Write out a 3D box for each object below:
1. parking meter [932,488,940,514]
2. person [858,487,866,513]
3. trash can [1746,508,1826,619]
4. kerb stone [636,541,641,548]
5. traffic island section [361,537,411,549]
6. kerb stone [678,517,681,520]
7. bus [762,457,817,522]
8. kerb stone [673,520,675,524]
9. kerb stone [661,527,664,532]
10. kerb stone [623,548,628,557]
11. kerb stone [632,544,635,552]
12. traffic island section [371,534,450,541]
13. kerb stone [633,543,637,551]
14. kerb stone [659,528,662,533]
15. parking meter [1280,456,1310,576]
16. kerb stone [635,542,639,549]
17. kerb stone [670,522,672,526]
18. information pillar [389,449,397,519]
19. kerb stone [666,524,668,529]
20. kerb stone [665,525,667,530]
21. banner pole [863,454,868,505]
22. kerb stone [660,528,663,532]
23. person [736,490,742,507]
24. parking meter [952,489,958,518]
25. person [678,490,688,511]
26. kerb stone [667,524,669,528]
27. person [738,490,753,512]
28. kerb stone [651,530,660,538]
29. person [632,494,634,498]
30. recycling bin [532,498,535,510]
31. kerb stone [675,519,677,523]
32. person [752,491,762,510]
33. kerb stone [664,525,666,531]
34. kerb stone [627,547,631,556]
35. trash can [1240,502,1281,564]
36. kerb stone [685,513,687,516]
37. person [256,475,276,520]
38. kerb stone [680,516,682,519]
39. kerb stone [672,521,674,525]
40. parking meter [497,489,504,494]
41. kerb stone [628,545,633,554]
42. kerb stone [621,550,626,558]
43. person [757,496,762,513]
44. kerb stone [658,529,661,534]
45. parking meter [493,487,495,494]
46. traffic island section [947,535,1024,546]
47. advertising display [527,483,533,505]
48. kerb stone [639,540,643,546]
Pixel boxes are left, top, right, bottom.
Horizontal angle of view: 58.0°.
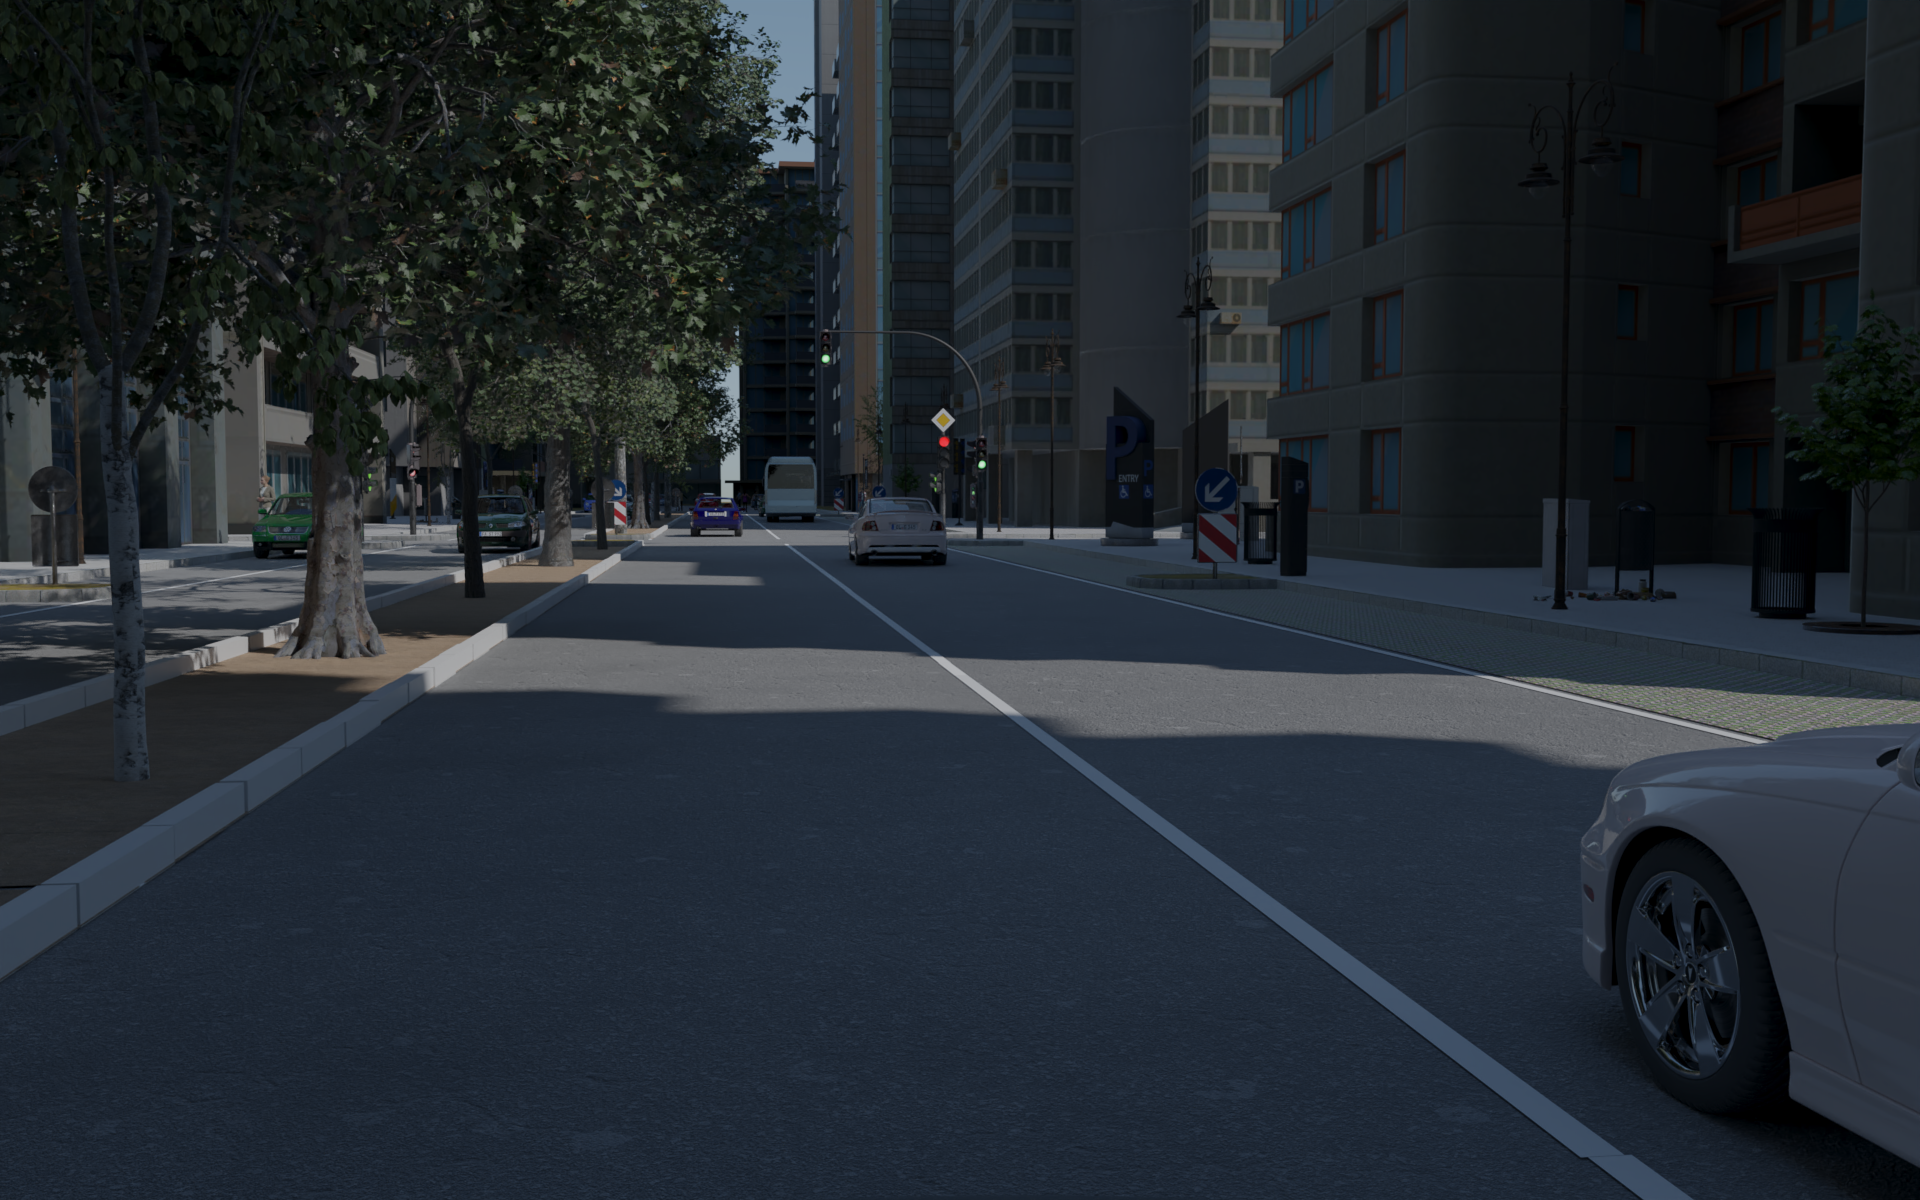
[{"bbox_3d":[-1.149,-4.677,82.185,0.255,1.863,0.399,2,4,26],"label":"parking meter"},{"bbox_3d":[-6.458,-6.565,114.218,0.563,1.720,0.643,-1,4,-21],"label":"person"},{"bbox_3d":[8.530,-0.384,17.927,0.748,1.137,0.748,0,3,0],"label":"trash can"},{"bbox_3d":[-8.409,-1.380,44.811,0.120,0.150,1.000,0,4,-8],"label":"kerb stone"},{"bbox_3d":[-16.113,-1.485,46.563,2.009,0.180,2.903,0,4,-8],"label":"traffic island section"},{"bbox_3d":[-14.547,-4.085,88.988,0.120,0.150,1.000,0,4,-8],"label":"kerb stone"},{"bbox_3d":[-9.064,-5.950,92.149,2.948,3.499,13.247,0,4,-6],"label":"bus"},{"bbox_3d":[-12.995,-3.403,77.842,0.120,0.150,1.000,0,4,-8],"label":"kerb stone"},{"bbox_3d":[-10.878,-2.472,62.616,0.120,0.150,1.000,0,4,-8],"label":"kerb stone"},{"bbox_3d":[-7.557,-1.008,38.712,0.120,0.150,1.000,0,4,-8],"label":"kerb stone"},{"bbox_3d":[-7.978,-1.191,41.765,0.120,0.150,1.000,0,4,-8],"label":"kerb stone"},{"bbox_3d":[-17.212,-1.969,54.472,2.009,0.180,2.903,0,4,-8],"label":"traffic island section"},{"bbox_3d":[-8.119,-1.259,42.787,0.120,0.150,1.000,0,4,-8],"label":"kerb stone"},{"bbox_3d":[-10.597,-2.341,60.575,0.120,0.150,1.000,0,4,-8],"label":"kerb stone"},{"bbox_3d":[5.239,-1.309,27.109,0.399,1.863,0.255,-2,4,-26],"label":"parking meter"},{"bbox_3d":[-8.256,-1.316,43.800,0.120,0.150,1.000,0,4,-8],"label":"kerb stone"},{"bbox_3d":[-12.286,-3.090,72.756,0.120,0.150,1.000,0,4,-8],"label":"kerb stone"},{"bbox_3d":[-29.242,-5.992,89.318,0.183,3.616,0.504,1,4,14],"label":"information pillar"},{"bbox_3d":[-11.577,-2.783,67.692,0.120,0.150,1.000,0,4,-8],"label":"kerb stone"},{"bbox_3d":[-11.444,-2.720,66.674,0.120,0.150,1.000,0,4,-8],"label":"kerb stone"},{"bbox_3d":[-5.909,-7.214,107.964,0.401,3.779,0.863,-2,4,-27],"label":"banner pole"},{"bbox_3d":[-10.736,-2.410,61.593,0.120,0.150,1.000,0,4,-8],"label":"kerb stone"},{"bbox_3d":[-24.015,-11.003,188.386,0.705,1.826,1.348,1,4,18],"label":"person"},{"bbox_3d":[-0.248,-5.104,91.861,0.372,1.533,0.369,0,3,0],"label":"parking meter"},{"bbox_3d":[-23.604,-8.412,146.136,1.348,1.812,0.705,-1,4,-17],"label":"person"},{"bbox_3d":[-11.732,-2.845,68.704,0.120,0.150,1.000,0,4,-8],"label":"kerb stone"},{"bbox_3d":[-16.795,-7.727,135.526,1.217,1.739,0.721,1,4,9],"label":"person"},{"bbox_3d":[-10.319,-2.218,58.549,0.120,0.150,1.000,0,4,-8],"label":"kerb stone"},{"bbox_3d":[-36.160,-11.282,193.485,0.750,1.759,0.617,-3,5,-40],"label":"person"},{"bbox_3d":[-30.248,-6.643,121.159,0.722,1.027,0.722,1,4,20],"label":"recycling bin"},{"bbox_3d":[-13.412,-3.589,80.881,0.120,0.150,1.000,0,4,-8],"label":"kerb stone"},{"bbox_3d":[-18.005,-8.811,153.277,0.721,1.735,1.217,2,4,34],"label":"person"},{"bbox_3d":[-11.302,-2.658,65.661,0.120,0.150,1.000,0,4,-8],"label":"kerb stone"},{"bbox_3d":[-7.693,-1.073,39.731,0.120,0.150,1.000,0,4,-8],"label":"kerb stone"},{"bbox_3d":[5.507,-1.229,31.745,0.748,1.137,0.748,0,3,0],"label":"trash can"},{"bbox_3d":[-16.670,-5.018,104.236,0.120,0.150,1.000,0,4,-8],"label":"kerb stone"},{"bbox_3d":[-17.719,-2.296,44.136,0.519,1.759,0.362,1,4,22],"label":"person"},{"bbox_3d":[-14.833,-4.209,91.017,0.120,0.150,1.000,0,4,-8],"label":"kerb stone"},{"bbox_3d":[-12.714,-3.279,75.808,0.120,0.150,1.000,0,4,-8],"label":"kerb stone"},{"bbox_3d":[-24.084,-5.039,90.796,0.372,1.533,0.369,0,3,0],"label":"parking meter"},{"bbox_3d":[-7.837,-1.135,40.746,0.120,0.150,1.000,0,4,-8],"label":"kerb stone"},{"bbox_3d":[-7.425,-0.948,37.698,0.120,0.150,1.000,0,4,-8],"label":"kerb stone"},{"bbox_3d":[-15.111,-7.177,130.532,0.352,1.250,0.332,1,4,9],"label":"person"},{"bbox_3d":[-10.456,-2.285,59.562,0.120,0.150,1.000,0,4,-8],"label":"kerb stone"},{"bbox_3d":[-34.274,-7.407,126.812,0.399,1.863,0.255,-1,4,-21],"label":"parking meter"},{"bbox_3d":[0.570,-1.626,48.869,2.009,0.180,2.903,0,4,-8],"label":"traffic island section"},{"bbox_3d":[-26.329,-6.162,105.965,0.123,1.923,0.974,0,3,0],"label":"advertising display"},{"bbox_3d":[-8.545,-1.446,45.830,0.120,0.150,1.000,0,4,-8],"label":"kerb stone"}]
